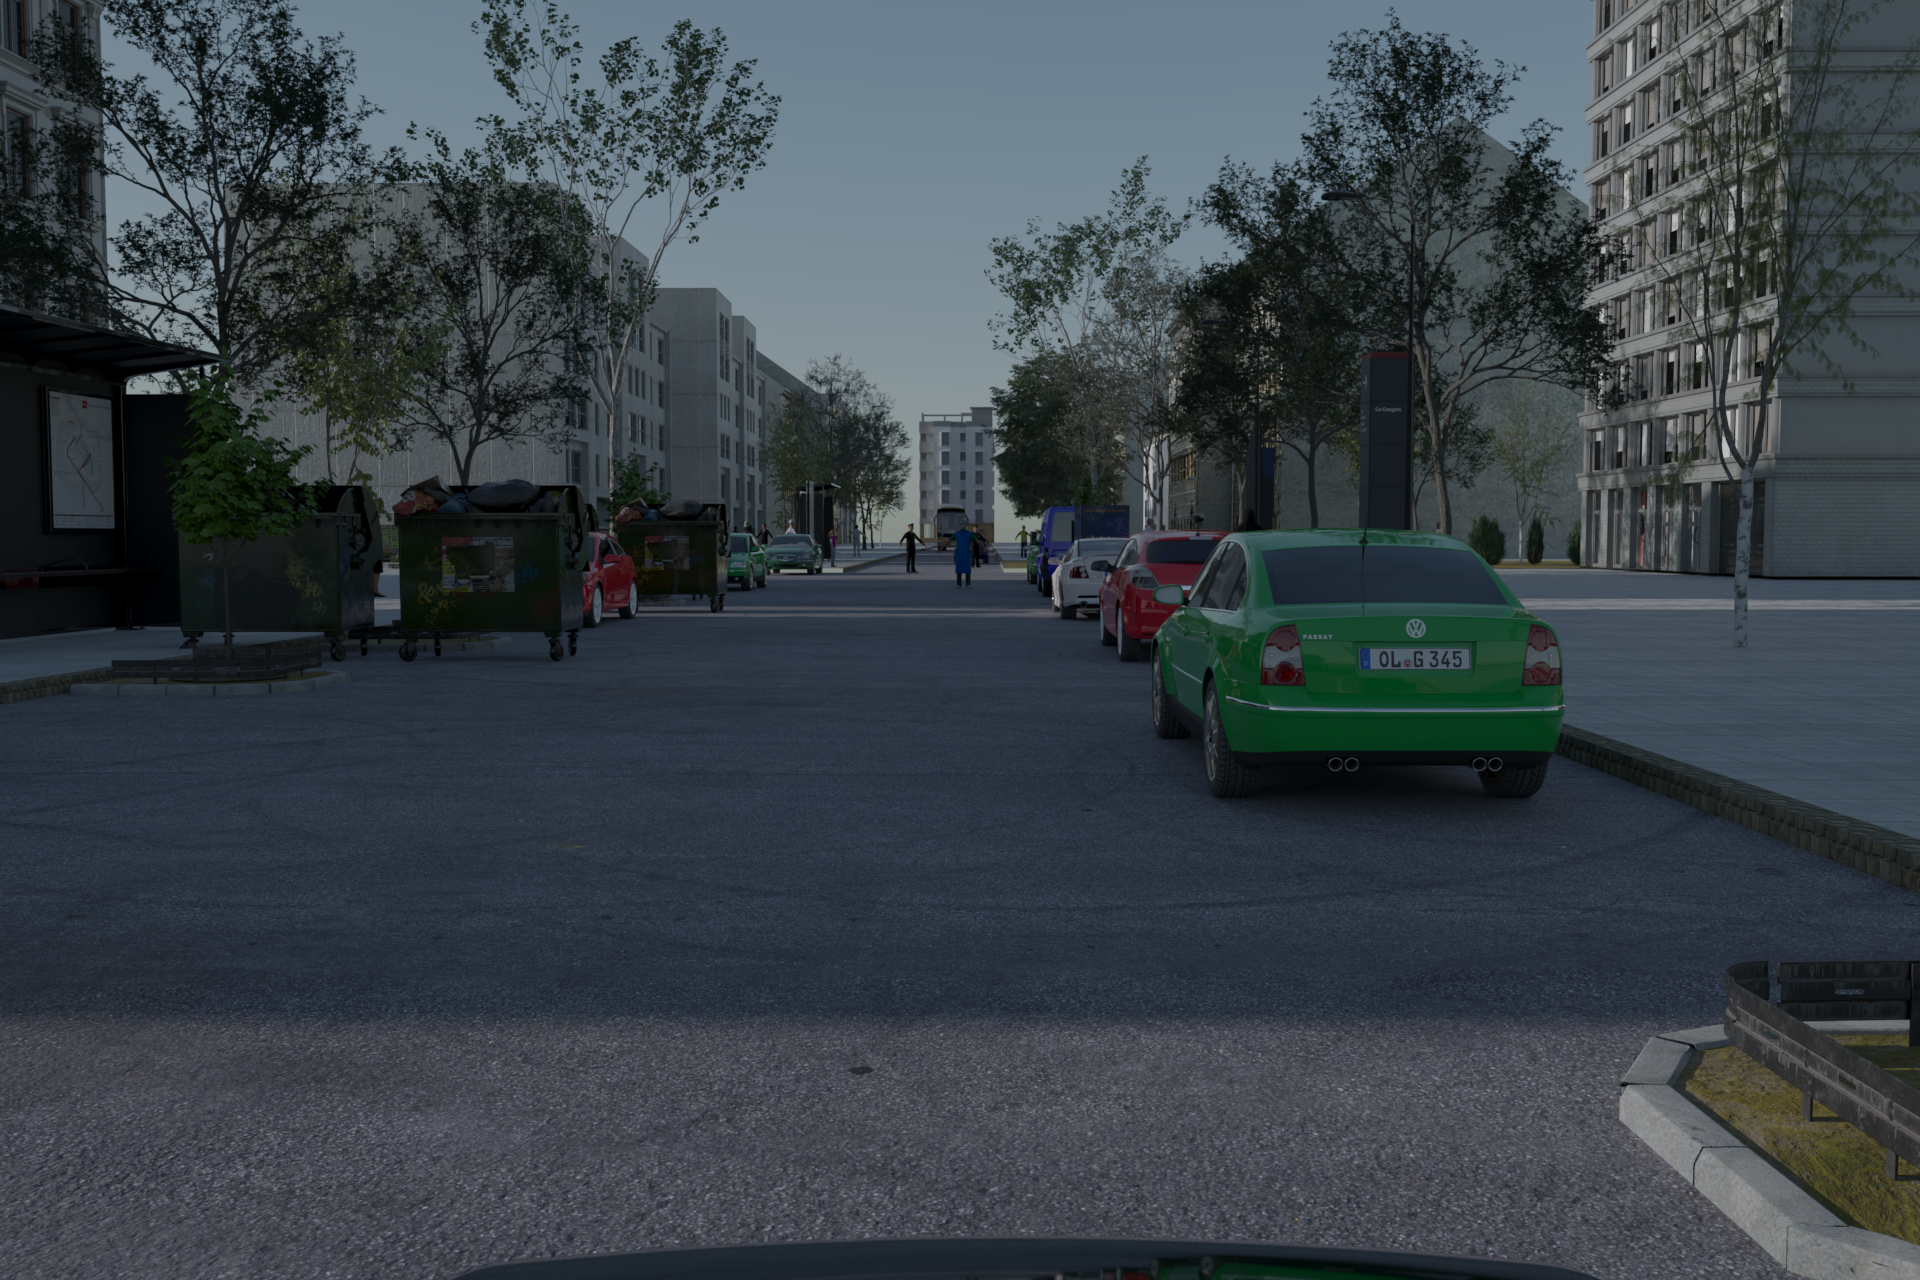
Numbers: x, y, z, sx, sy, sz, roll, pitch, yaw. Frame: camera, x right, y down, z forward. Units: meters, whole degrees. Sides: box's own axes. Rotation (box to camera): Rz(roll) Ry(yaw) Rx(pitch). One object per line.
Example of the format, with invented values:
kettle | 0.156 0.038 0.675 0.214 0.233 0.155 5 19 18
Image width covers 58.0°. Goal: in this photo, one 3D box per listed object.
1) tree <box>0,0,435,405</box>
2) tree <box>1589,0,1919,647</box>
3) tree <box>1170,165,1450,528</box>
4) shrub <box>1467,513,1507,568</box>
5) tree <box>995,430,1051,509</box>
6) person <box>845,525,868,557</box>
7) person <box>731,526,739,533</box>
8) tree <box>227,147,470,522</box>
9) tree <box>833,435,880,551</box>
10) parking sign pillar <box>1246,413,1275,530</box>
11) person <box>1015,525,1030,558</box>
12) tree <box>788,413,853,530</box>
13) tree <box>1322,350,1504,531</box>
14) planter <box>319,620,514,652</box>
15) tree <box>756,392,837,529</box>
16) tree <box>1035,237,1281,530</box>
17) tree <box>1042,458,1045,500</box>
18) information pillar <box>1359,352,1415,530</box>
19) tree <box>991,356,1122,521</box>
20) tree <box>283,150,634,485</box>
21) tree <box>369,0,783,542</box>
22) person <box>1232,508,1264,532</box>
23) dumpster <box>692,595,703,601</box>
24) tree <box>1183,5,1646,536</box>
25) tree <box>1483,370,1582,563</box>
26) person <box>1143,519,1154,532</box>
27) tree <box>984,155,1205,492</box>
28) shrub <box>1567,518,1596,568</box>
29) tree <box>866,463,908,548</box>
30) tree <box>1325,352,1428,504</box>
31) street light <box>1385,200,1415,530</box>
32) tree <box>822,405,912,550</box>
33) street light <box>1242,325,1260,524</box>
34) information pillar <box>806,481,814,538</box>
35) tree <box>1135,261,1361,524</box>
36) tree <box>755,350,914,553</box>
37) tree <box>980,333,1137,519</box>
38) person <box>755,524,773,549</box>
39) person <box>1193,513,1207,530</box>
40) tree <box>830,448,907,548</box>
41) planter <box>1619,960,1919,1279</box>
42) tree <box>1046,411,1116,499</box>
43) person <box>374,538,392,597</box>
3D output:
tree | -12.158 -5.670 27.113 8.767 10.594 7.601 0 4 3
tree | 8.667 -4.217 19.305 4.360 8.622 3.978 0 3 0
tree | 8.847 -6.720 44.286 7.601 10.594 8.767 1 4 12
shrub | 19.722 -3.731 65.046 1.661 2.075 1.752 0 3 0
tree | 8.394 -15.808 168.836 12.009 13.543 11.850 0 3 0
person | -5.839 -5.603 97.787 1.347 1.806 0.705 -1 4 -8
person | -13.273 -5.845 102.279 1.216 1.740 0.721 -1 4 -15
tree | -12.069 -5.112 33.941 4.737 8.622 4.395 0 3 0
tree | -7.854 -10.890 128.411 4.737 8.622 4.395 0 3 0
parking sign pillar | 6.777 -3.105 39.245 1.447 3.967 1.447 0 4 1
person | 3.484 -5.313 93.335 1.216 1.772 0.721 2 4 31
tree | -8.130 -9.439 104.694 4.360 8.622 3.978 0 3 0
tree | 22.034 -9.117 83.475 8.767 10.594 7.601 0 4 -7
planter | -6.818 -0.058 22.088 1.991 0.319 1.994 0 4 2
tree | -8.819 -8.590 90.802 4.737 8.622 4.395 0 3 0
tree | 8.353 -9.932 72.750 12.009 13.543 11.850 0 3 0
tree | 8.022 -13.373 153.065 8.767 10.594 7.601 0 4 -6
information pillar | 6.141 -2.177 24.973 0.750 3.857 0.750 0 4 1
tree | 6.768 -13.151 121.668 9.857 13.997 8.962 0 3 0
tree | -12.486 -6.635 42.898 8.767 10.594 7.601 -1 4 -16
tree | -13.395 -12.461 59.626 12.611 20.169 13.585 0 3 0
person | 5.042 -1.447 30.437 1.214 1.737 0.721 0 4 -6
dumpster | -6.431 -1.807 37.763 1.865 1.857 1.264 0 4 1
tree | 8.454 -5.879 30.538 8.767 10.594 7.601 -3 4 -37
tree | 24.558 -7.673 75.823 4.360 8.622 3.978 0 3 0
person | 5.256 -2.497 47.800 0.436 1.711 0.756 0 4 -1
tree | 7.124 -14.229 88.526 12.611 20.169 13.585 0 3 0
shrub | 23.659 -3.741 65.205 1.661 2.075 1.752 0 3 0
tree | -7.256 -12.950 162.100 4.737 8.622 4.395 0 3 0
tree | 16.740 -7.358 70.662 4.737 8.622 4.395 0 3 0
street light | 6.666 -3.121 23.567 1.470 5.913 1.316 0 4 1
tree | -7.605 -13.040 138.958 9.928 11.665 9.643 0 3 0
street light | 6.993 -3.976 37.554 1.470 5.913 1.316 0 4 1
information pillar | -6.672 -5.250 77.158 0.184 3.620 1.656 0 4 1
tree | 9.401 -7.441 56.079 7.601 10.594 8.767 -3 5 -41
tree | -8.632 -12.604 116.453 12.009 13.543 11.850 0 3 0
tree | 6.447 -12.420 109.728 9.857 13.997 8.962 0 3 0
person | -9.939 -4.998 87.904 1.347 1.806 0.705 2 4 35
person | 6.344 -2.459 46.036 0.704 1.849 1.345 2 4 30
tree | -8.107 -13.456 154.419 7.601 10.594 8.767 1 4 17
planter | 2.603 1.058 3.840 1.991 0.319 1.994 0 4 0
tree | 6.721 -9.262 101.797 4.360 8.622 3.978 0 3 0
person | -11.826 -1.738 35.254 0.721 1.735 1.217 -3 4 -37
